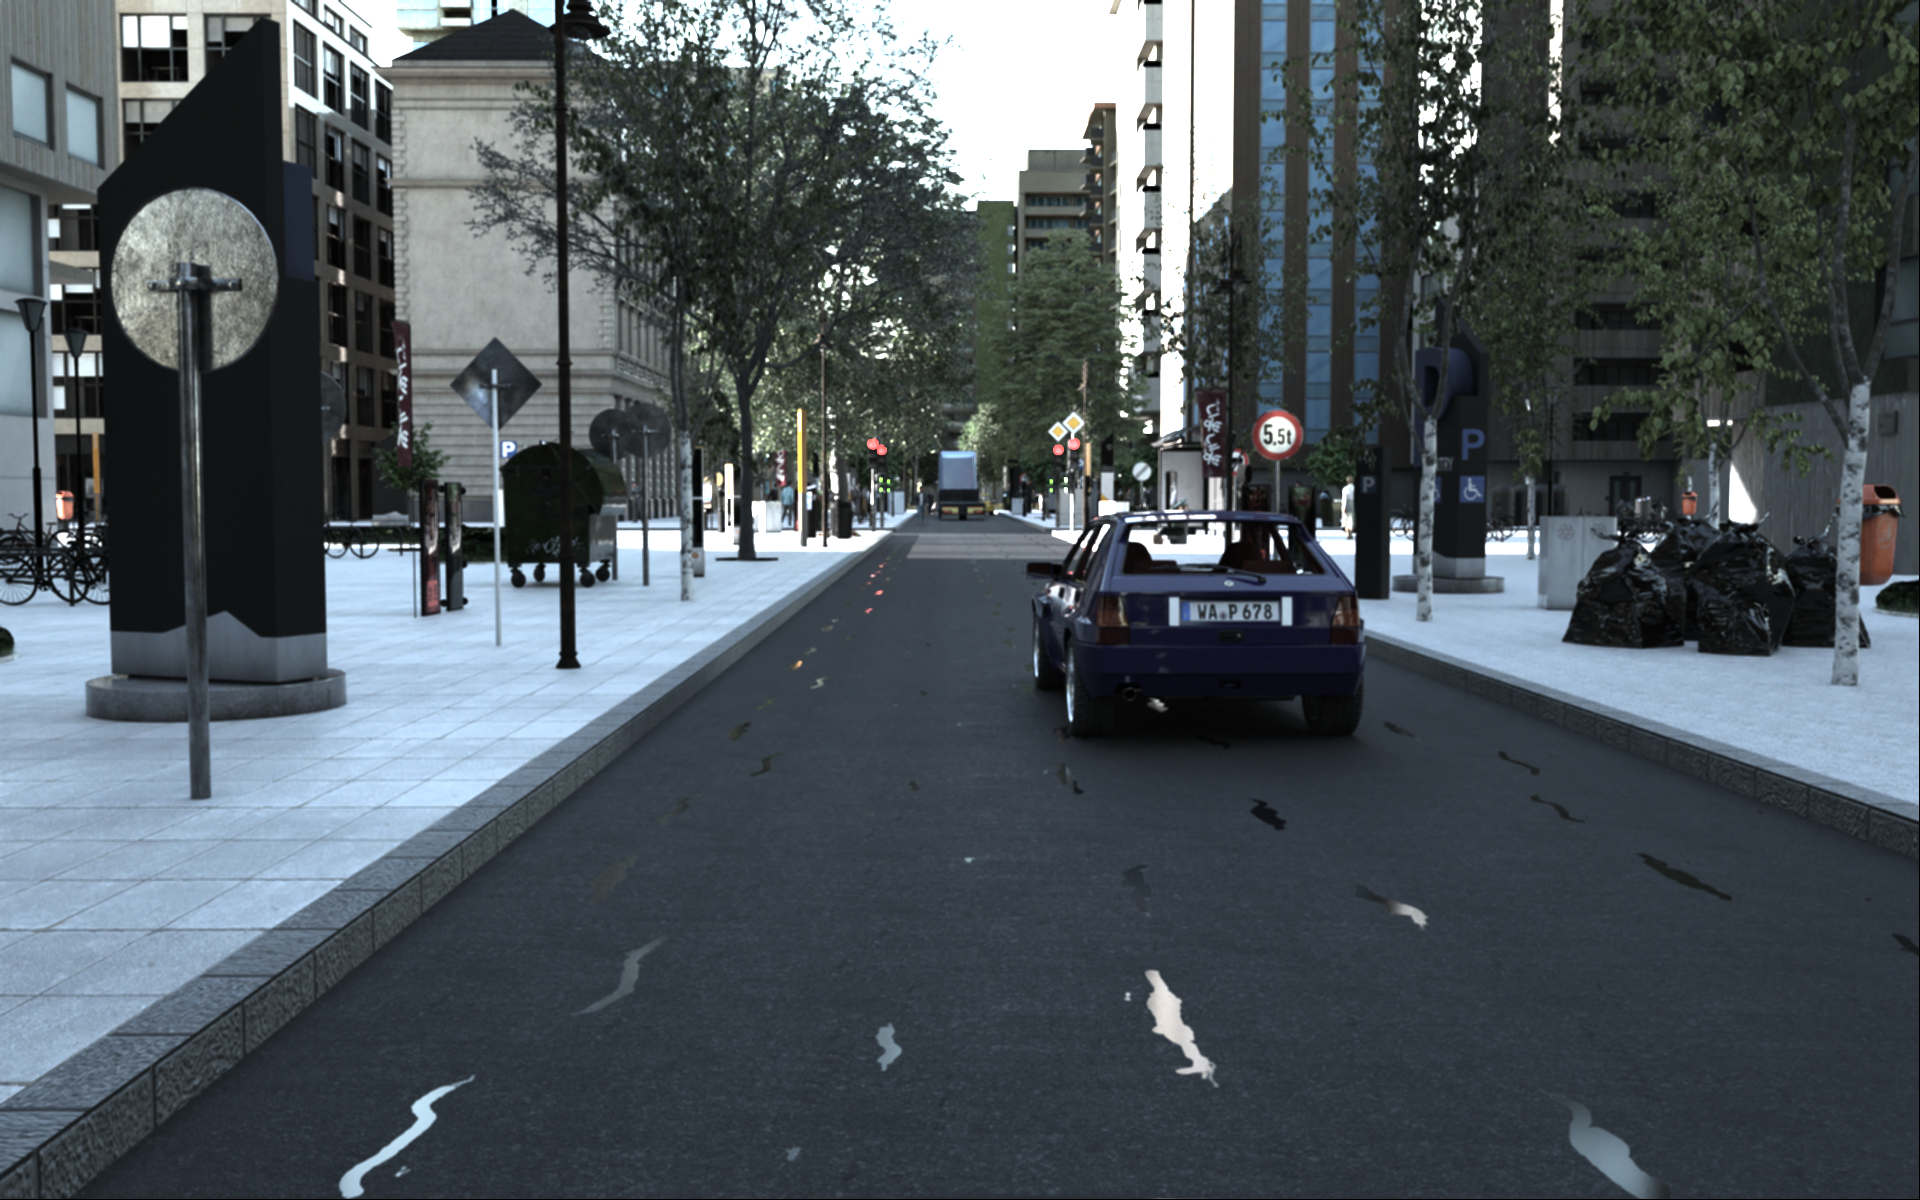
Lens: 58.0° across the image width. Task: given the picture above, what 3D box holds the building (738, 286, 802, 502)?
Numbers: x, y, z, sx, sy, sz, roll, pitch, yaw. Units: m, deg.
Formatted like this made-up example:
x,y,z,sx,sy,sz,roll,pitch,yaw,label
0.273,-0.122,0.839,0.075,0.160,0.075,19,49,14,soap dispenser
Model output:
x,y,z,sx,sy,sz,roll,pitch,yaw,label
-29.307,-19.067,156.777,27.650,21.520,28.899,0,4,-1,building

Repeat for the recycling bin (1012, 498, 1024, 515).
x,y,z,sx,sy,sz,roll,pitch,yaw,label
3.562,-5.721,106.100,0.722,1.027,0.722,1,4,11,recycling bin

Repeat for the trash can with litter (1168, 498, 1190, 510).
x,y,z,sx,sy,sz,roll,pitch,yaw,label
5.323,-1.995,44.009,1.055,1.170,0.624,0,3,0,trash can with litter

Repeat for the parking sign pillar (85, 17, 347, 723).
x,y,z,sx,sy,sz,roll,pitch,yaw,label
-4.460,-1.336,10.315,1.447,3.967,1.447,1,4,22,parking sign pillar

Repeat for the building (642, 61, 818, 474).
x,y,z,sx,sy,sz,roll,pitch,yaw,label
-31.515,-35.173,194.679,30.456,49.044,23.786,0,4,-1,building

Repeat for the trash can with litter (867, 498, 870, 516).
x,y,z,sx,sy,sz,roll,pitch,yaw,label
-6.005,-5.486,100.753,2.233,1.210,1.678,-1,4,-19,trash can with litter

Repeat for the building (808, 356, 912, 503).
x,y,z,sx,sy,sz,roll,pitch,yaw,label
-21.652,-24.787,250.300,28.899,21.520,27.650,0,4,-1,building

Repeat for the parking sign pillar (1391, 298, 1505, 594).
x,y,z,sx,sy,sz,roll,pitch,yaw,label
6.471,-2.104,22.865,1.447,3.967,1.447,-1,4,-10,parking sign pillar

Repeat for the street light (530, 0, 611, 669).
x,y,z,sx,sy,sz,roll,pitch,yaw,label
-2.892,-2.436,12.614,0.468,5.910,1.993,0,4,-1,street light

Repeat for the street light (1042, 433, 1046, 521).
x,y,z,sx,sy,sz,roll,pitch,yaw,label
4.018,-6.737,82.932,0.468,5.910,1.993,0,4,-1,street light

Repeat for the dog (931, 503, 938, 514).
x,y,z,sx,sy,sz,roll,pitch,yaw,label
-2.024,-6.711,126.568,0.800,0.831,0.513,3,5,44,dog

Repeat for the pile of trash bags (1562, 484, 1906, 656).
x,y,z,sx,sy,sz,roll,pitch,yaw,label
7.045,-0.328,15.113,3.447,1.369,1.912,-2,4,-30,pile of trash bags

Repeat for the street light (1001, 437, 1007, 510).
x,y,z,sx,sy,sz,roll,pitch,yaw,label
3.553,-10.298,141.155,0.468,5.910,1.993,0,4,-1,street light

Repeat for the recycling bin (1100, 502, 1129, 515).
x,y,z,sx,sy,sz,roll,pitch,yaw,label
5.087,-2.721,57.039,0.722,1.027,0.722,3,5,45,recycling bin

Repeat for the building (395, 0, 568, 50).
x,y,z,sx,sy,sz,roll,pitch,yaw,label
-65.832,-57.025,245.027,31.000,86.520,22.319,0,4,-1,building

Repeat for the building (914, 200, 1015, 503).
x,y,z,sx,sy,sz,roll,pitch,yaw,label
0.507,-34.190,242.607,14.086,41.232,14.154,0,4,-1,building

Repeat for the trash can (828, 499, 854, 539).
x,y,z,sx,sy,sz,roll,pitch,yaw,label
-3.397,-2.318,49.545,0.748,1.137,0.748,0,3,0,trash can

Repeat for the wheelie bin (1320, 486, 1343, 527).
x,y,z,sx,sy,sz,roll,pitch,yaw,label
14.298,-3.605,66.846,0.980,1.594,0.693,-3,5,-39,wheelie bin

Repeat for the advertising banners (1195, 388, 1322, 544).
x,y,z,sx,sy,sz,roll,pitch,yaw,label
4.911,-1.979,28.550,2.074,3.025,0.090,0,4,6,advertising banners

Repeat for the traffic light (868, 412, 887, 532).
x,y,z,sx,sy,sz,roll,pitch,yaw,label
-2.921,-4.278,58.870,0.839,4.253,0.868,0,4,-1,traffic light

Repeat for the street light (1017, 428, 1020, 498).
x,y,z,sx,sy,sz,roll,pitch,yaw,label
3.822,-8.548,112.548,0.468,5.910,1.993,0,4,-1,street light

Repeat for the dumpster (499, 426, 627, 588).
x,y,z,sx,sy,sz,roll,pitch,yaw,label
-5.623,-1.344,24.470,1.502,2.255,1.985,0,4,-1,dumpster

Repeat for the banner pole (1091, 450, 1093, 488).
x,y,z,sx,sy,sz,roll,pitch,yaw,label
6.156,-5.711,83.390,0.401,3.779,0.863,-2,4,-34,banner pole

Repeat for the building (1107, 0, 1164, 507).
x,y,z,sx,sy,sz,roll,pitch,yaw,label
29.384,-35.097,163.077,28.713,52.752,27.495,0,4,-1,building

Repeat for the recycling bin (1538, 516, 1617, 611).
x,y,z,sx,sy,sz,roll,pitch,yaw,label
6.901,-0.418,19.382,0.722,1.027,0.722,1,4,10,recycling bin

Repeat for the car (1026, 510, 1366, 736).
x,y,z,sx,sy,sz,roll,pitch,yaw,label
1.450,0.060,11.605,1.945,1.354,3.894,0,4,-2,car

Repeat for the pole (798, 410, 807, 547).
x,y,z,sx,sy,sz,roll,pitch,yaw,label
-3.809,-2.943,41.965,0.158,3.312,0.155,0,3,0,pole

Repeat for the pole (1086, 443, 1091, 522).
x,y,z,sx,sy,sz,roll,pitch,yaw,label
5.120,-4.609,69.194,0.158,3.312,0.155,0,3,0,pole

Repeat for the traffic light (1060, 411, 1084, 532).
x,y,z,sx,sy,sz,roll,pitch,yaw,label
3.840,-4.283,58.950,0.839,4.253,0.868,0,4,-1,traffic light

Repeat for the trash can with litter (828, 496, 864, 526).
x,y,z,sx,sy,sz,roll,pitch,yaw,label
-5.299,-3.653,70.780,2.233,1.210,1.678,3,5,39,trash can with litter

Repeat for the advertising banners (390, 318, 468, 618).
x,y,z,sx,sy,sz,roll,pitch,yaw,label
-5.617,-1.355,18.340,0.090,3.025,2.074,0,4,3,advertising banners

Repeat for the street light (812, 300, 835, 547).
x,y,z,sx,sy,sz,roll,pitch,yaw,label
-3.256,-4.204,41.529,0.468,5.910,1.993,0,4,-1,street light

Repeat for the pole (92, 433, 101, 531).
x,y,z,sx,sy,sz,roll,pitch,yaw,label
-28.857,-3.918,57.904,0.158,3.312,0.155,0,3,0,pole

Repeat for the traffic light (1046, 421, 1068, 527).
x,y,z,sx,sy,sz,roll,pitch,yaw,label
3.764,-4.771,66.935,0.839,4.253,0.868,0,4,-1,traffic light

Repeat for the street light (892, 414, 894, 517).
x,y,z,sx,sy,sz,roll,pitch,yaw,label
-3.772,-7.613,97.253,0.468,5.910,1.993,0,4,-1,street light

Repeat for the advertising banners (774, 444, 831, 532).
x,y,z,sx,sy,sz,roll,pitch,yaw,label
-5.403,-3.840,58.972,2.074,3.025,0.090,1,4,14,advertising banners

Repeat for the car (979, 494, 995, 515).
x,y,z,sx,sy,sz,roll,pitch,yaw,label
1.429,-6.610,118.301,2.015,1.641,3.980,0,4,-2,car

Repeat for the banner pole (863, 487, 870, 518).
x,y,z,sx,sy,sz,roll,pitch,yaw,label
-4.968,-6.352,93.871,0.401,3.779,0.863,-3,5,-41,banner pole

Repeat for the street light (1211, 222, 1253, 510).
x,y,z,sx,sy,sz,roll,pitch,yaw,label
4.641,-3.481,29.706,0.468,5.910,1.993,0,4,-1,street light

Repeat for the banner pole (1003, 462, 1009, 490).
x,y,z,sx,sy,sz,roll,pitch,yaw,label
3.593,-8.875,135.125,0.401,3.779,0.863,3,4,37,banner pole

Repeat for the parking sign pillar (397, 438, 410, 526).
x,y,z,sx,sy,sz,roll,pitch,yaw,label
-22.626,-4.909,68.731,1.447,3.967,1.447,0,4,0,parking sign pillar

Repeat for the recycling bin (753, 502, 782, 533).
x,y,z,sx,sy,sz,roll,pitch,yaw,label
-6.391,-2.735,57.273,0.722,1.027,0.722,-3,5,-45,recycling bin

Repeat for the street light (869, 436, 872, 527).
x,y,z,sx,sy,sz,roll,pitch,yaw,label
-3.485,-5.799,67.605,0.468,5.910,1.993,0,4,-1,street light

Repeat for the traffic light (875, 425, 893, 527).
x,y,z,sx,sy,sz,roll,pitch,yaw,label
-2.996,-4.767,66.855,0.839,4.253,0.868,0,4,-1,traffic light

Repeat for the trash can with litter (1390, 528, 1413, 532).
x,y,z,sx,sy,sz,roll,pitch,yaw,label
15.443,-2.922,58.840,2.233,1.210,1.678,0,4,6,trash can with litter

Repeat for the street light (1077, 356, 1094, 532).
x,y,z,sx,sy,sz,roll,pitch,yaw,label
4.206,-5.231,58.312,0.468,5.910,1.993,0,4,-1,street light

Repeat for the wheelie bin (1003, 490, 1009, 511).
x,y,z,sx,sy,sz,roll,pitch,yaw,label
3.743,-7.680,133.469,0.693,1.594,0.980,2,4,27,wheelie bin

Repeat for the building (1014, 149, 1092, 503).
x,y,z,sx,sy,sz,roll,pitch,yaw,label
18.318,-38.052,245.855,21.600,48.544,21.300,0,4,-1,building

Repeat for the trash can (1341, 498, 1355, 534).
x,y,z,sx,sy,sz,roll,pitch,yaw,label
12.755,-2.733,56.336,0.748,1.137,0.748,0,3,0,trash can

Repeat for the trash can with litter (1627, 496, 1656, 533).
x,y,z,sx,sy,sz,roll,pitch,yaw,label
22.987,-2.821,57.180,2.233,1.210,1.678,0,4,-6,trash can with litter

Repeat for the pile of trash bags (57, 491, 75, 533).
x,y,z,sx,sy,sz,roll,pitch,yaw,label
-30.728,-2.957,58.099,3.447,1.369,1.912,2,4,34,pile of trash bags

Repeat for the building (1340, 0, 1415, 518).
x,y,z,sx,sy,sz,roll,pitch,yaw,label
21.381,-27.486,99.511,14.600,45.320,14.200,0,4,-1,building

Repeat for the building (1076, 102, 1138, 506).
x,y,z,sx,sy,sz,roll,pitch,yaw,label
24.749,-32.860,191.892,22.147,44.769,28.867,0,4,-1,building
